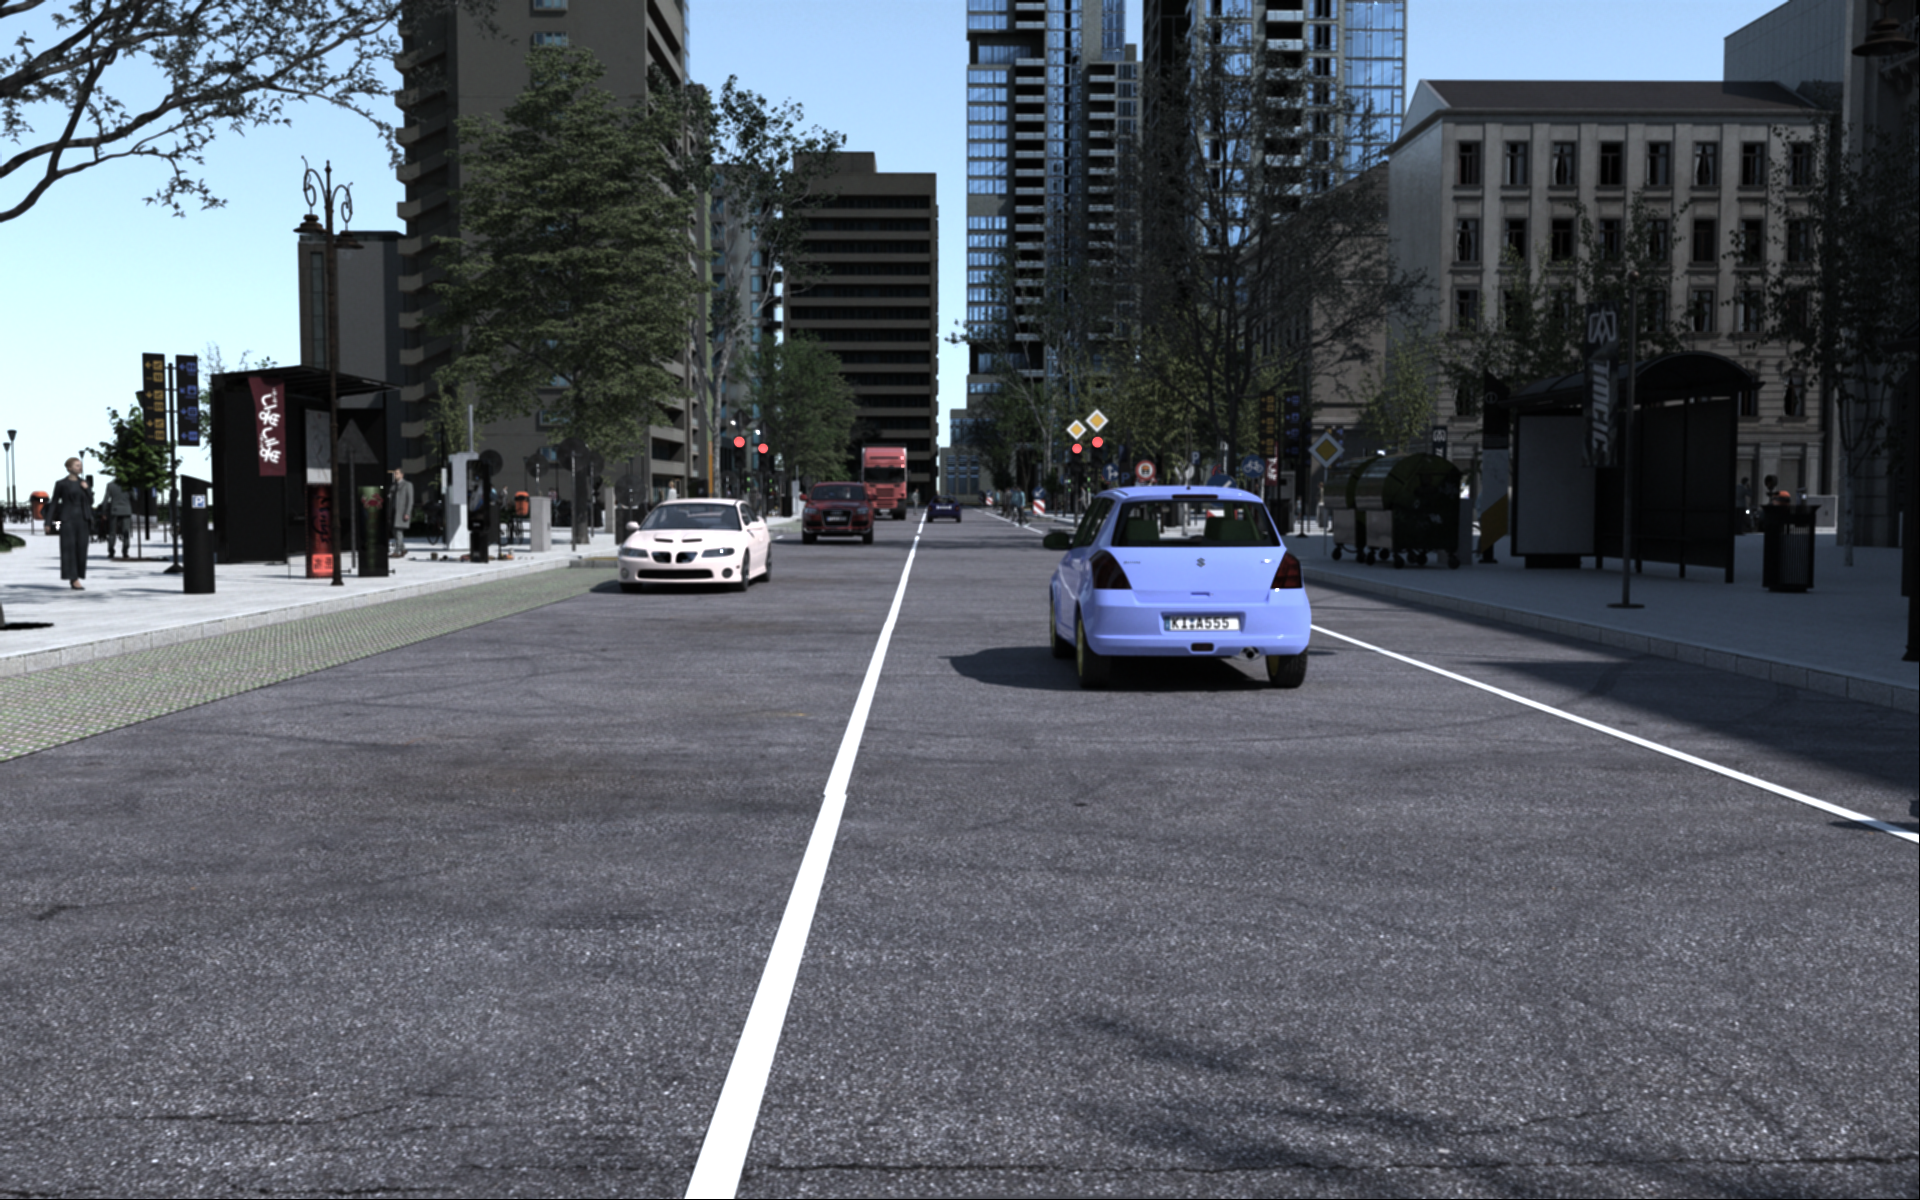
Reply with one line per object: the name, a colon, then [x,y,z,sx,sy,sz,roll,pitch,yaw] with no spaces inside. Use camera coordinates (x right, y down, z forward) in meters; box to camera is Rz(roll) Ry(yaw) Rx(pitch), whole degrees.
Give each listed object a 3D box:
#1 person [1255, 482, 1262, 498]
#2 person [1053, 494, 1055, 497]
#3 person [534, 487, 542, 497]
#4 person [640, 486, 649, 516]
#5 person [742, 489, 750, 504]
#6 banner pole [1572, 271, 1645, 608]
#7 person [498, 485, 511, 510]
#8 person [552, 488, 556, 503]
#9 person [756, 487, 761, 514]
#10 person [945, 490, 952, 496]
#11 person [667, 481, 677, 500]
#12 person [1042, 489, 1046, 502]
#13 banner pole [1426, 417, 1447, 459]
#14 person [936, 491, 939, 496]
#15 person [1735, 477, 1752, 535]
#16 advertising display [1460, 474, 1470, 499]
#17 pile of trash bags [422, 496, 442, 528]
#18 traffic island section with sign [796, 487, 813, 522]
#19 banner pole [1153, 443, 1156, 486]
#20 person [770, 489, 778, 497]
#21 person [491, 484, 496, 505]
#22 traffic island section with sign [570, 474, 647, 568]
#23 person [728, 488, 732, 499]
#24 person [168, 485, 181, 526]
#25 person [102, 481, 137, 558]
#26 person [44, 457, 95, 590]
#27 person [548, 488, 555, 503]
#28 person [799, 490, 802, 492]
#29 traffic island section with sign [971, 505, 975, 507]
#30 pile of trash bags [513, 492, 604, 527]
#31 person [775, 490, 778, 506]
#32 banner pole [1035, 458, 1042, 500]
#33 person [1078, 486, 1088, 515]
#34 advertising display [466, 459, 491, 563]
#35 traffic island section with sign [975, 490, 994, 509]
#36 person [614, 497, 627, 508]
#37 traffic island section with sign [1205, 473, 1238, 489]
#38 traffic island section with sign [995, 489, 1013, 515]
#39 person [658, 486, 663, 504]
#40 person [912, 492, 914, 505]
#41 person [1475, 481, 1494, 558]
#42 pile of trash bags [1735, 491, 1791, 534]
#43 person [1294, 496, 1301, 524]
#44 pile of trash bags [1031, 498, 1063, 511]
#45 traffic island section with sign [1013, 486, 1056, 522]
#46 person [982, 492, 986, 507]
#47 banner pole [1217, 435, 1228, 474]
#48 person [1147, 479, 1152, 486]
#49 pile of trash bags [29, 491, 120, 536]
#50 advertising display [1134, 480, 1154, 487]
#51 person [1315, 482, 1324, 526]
person: [13.035,-4.288,76.334,0.511,1.800,0.466,1,4,12]
person: [11.808,-12.738,214.441,0.705,1.807,1.348,1,4,20]
person: [-26.211,-6.174,107.533,0.519,1.759,0.362,1,4,11]
person: [-15.397,-4.772,84.243,0.526,1.800,0.537,-2,4,-32]
person: [-10.744,-4.898,86.307,0.537,1.800,0.526,-1,4,-11]
banner pole: [7.416,-1.816,19.703,0.401,3.779,0.863,-2,4,-33]
person: [-28.743,-6.310,109.177,0.822,1.834,0.622,0,4,6]
person: [-30.615,-7.585,130.887,0.643,1.720,0.563,-2,4,-28]
person: [-13.288,-6.490,112.820,0.598,1.740,0.731,0,4,-1]
person: [-1.090,-9.801,168.831,1.350,1.814,0.705,3,5,39]
person: [-11.221,-3.735,67.463,0.624,1.780,0.694,3,4,38]
person: [6.298,-7.628,130.563,0.447,1.846,0.655,-2,4,-24]
banner pole: [15.368,-4.045,56.156,0.863,3.779,0.401,1,4,8]
person: [-2.085,-9.570,165.523,0.434,1.755,0.990,0,4,-5]
person: [24.273,-2.913,53.851,0.473,1.802,0.592,-1,4,-18]
advertising display: [15.837,-3.033,54.800,0.123,1.923,0.974,3,5,45]
pile of trash bags: [-20.221,-3.478,66.626,3.447,1.369,1.912,1,4,9]
traffic island section with sign: [-7.434,-4.968,89.858,1.989,1.847,2.006,0,4,-1]
banner pole: [9.449,-5.760,84.200,0.401,3.779,0.863,0,4,6]
person: [-17.290,-9.368,159.176,1.348,1.831,0.705,0,4,3]
person: [-25.271,-5.381,94.045,0.620,1.820,0.660,-1,4,-12]
traffic island section with sign: [-6.525,-1.563,34.179,1.989,1.847,2.006,0,4,-1]
person: [-22.603,-9.993,169.296,0.709,1.838,0.599,-3,5,-40]
person: [-31.267,-3.821,68.934,0.576,1.772,0.534,0,4,3]
person: [-17.009,-1.763,35.048,0.661,1.801,0.590,-2,4,-33]
person: [-11.916,-1.024,23.214,0.534,1.772,0.576,1,4,23]
person: [-28.881,-7.037,121.931,0.643,1.720,0.563,-1,4,-9]
person: [-16.695,-10.603,180.192,0.721,1.735,1.217,1,4,20]
traffic island section with sign: [2.256,-11.346,194.140,1.989,1.847,2.006,0,4,-1]
pile of trash bags: [-15.628,-3.531,67.481,3.447,1.369,1.912,-1,4,-9]
person: [-19.101,-10.631,180.580,1.217,1.735,0.721,2,4,27]
banner pole: [5.376,-7.900,119.177,0.401,3.779,0.863,-3,5,-43]
person: [7.427,-5.985,104.175,0.850,1.792,0.678,0,4,-7]
advertising display: [-9.011,-1.664,32.413,0.123,1.923,0.974,-2,4,-34]
traffic island section with sign: [2.704,-9.698,167.188,1.989,1.847,2.006,0,4,-1]
person: [-10.782,-2.950,55.286,0.522,1.701,0.512,0,4,1]
traffic island section with sign: [4.913,-1.560,34.128,1.989,1.847,2.006,0,4,-1]
traffic island section with sign: [3.511,-6.687,117.962,1.989,1.847,2.006,0,4,-1]
person: [-20.675,-6.957,119.695,0.656,1.842,0.836,2,4,33]
person: [-5.879,-12.698,216.915,0.445,1.727,0.742,-3,5,-43]
person: [10.602,-1.658,34.960,0.330,1.601,0.589,0,4,5]
pile of trash bags: [26.212,-2.875,56.757,1.912,1.369,3.447,0,4,-2]
person: [14.648,-3.911,75.001,0.382,1.210,0.505,2,4,25]
pile of trash bags: [7.333,-7.660,134.998,3.447,1.369,1.912,-2,4,-28]
traffic island section with sign: [3.964,-5.002,90.413,1.989,1.847,2.006,0,4,-1]
person: [2.615,-10.968,189.294,0.415,1.643,0.593,-1,4,-11]
banner pole: [10.190,-4.739,67.506,0.863,3.779,0.401,-3,5,-40]
person: [7.312,-3.729,66.366,0.648,1.900,0.474,-1,4,-8]
pile of trash bags: [-28.100,-2.741,54.576,3.447,1.369,1.912,2,4,27]
advertising display: [8.574,-4.620,80.745,0.974,1.923,0.123,2,4,31]
person: [14.356,-3.823,69.105,0.362,1.759,0.519,2,4,26]
